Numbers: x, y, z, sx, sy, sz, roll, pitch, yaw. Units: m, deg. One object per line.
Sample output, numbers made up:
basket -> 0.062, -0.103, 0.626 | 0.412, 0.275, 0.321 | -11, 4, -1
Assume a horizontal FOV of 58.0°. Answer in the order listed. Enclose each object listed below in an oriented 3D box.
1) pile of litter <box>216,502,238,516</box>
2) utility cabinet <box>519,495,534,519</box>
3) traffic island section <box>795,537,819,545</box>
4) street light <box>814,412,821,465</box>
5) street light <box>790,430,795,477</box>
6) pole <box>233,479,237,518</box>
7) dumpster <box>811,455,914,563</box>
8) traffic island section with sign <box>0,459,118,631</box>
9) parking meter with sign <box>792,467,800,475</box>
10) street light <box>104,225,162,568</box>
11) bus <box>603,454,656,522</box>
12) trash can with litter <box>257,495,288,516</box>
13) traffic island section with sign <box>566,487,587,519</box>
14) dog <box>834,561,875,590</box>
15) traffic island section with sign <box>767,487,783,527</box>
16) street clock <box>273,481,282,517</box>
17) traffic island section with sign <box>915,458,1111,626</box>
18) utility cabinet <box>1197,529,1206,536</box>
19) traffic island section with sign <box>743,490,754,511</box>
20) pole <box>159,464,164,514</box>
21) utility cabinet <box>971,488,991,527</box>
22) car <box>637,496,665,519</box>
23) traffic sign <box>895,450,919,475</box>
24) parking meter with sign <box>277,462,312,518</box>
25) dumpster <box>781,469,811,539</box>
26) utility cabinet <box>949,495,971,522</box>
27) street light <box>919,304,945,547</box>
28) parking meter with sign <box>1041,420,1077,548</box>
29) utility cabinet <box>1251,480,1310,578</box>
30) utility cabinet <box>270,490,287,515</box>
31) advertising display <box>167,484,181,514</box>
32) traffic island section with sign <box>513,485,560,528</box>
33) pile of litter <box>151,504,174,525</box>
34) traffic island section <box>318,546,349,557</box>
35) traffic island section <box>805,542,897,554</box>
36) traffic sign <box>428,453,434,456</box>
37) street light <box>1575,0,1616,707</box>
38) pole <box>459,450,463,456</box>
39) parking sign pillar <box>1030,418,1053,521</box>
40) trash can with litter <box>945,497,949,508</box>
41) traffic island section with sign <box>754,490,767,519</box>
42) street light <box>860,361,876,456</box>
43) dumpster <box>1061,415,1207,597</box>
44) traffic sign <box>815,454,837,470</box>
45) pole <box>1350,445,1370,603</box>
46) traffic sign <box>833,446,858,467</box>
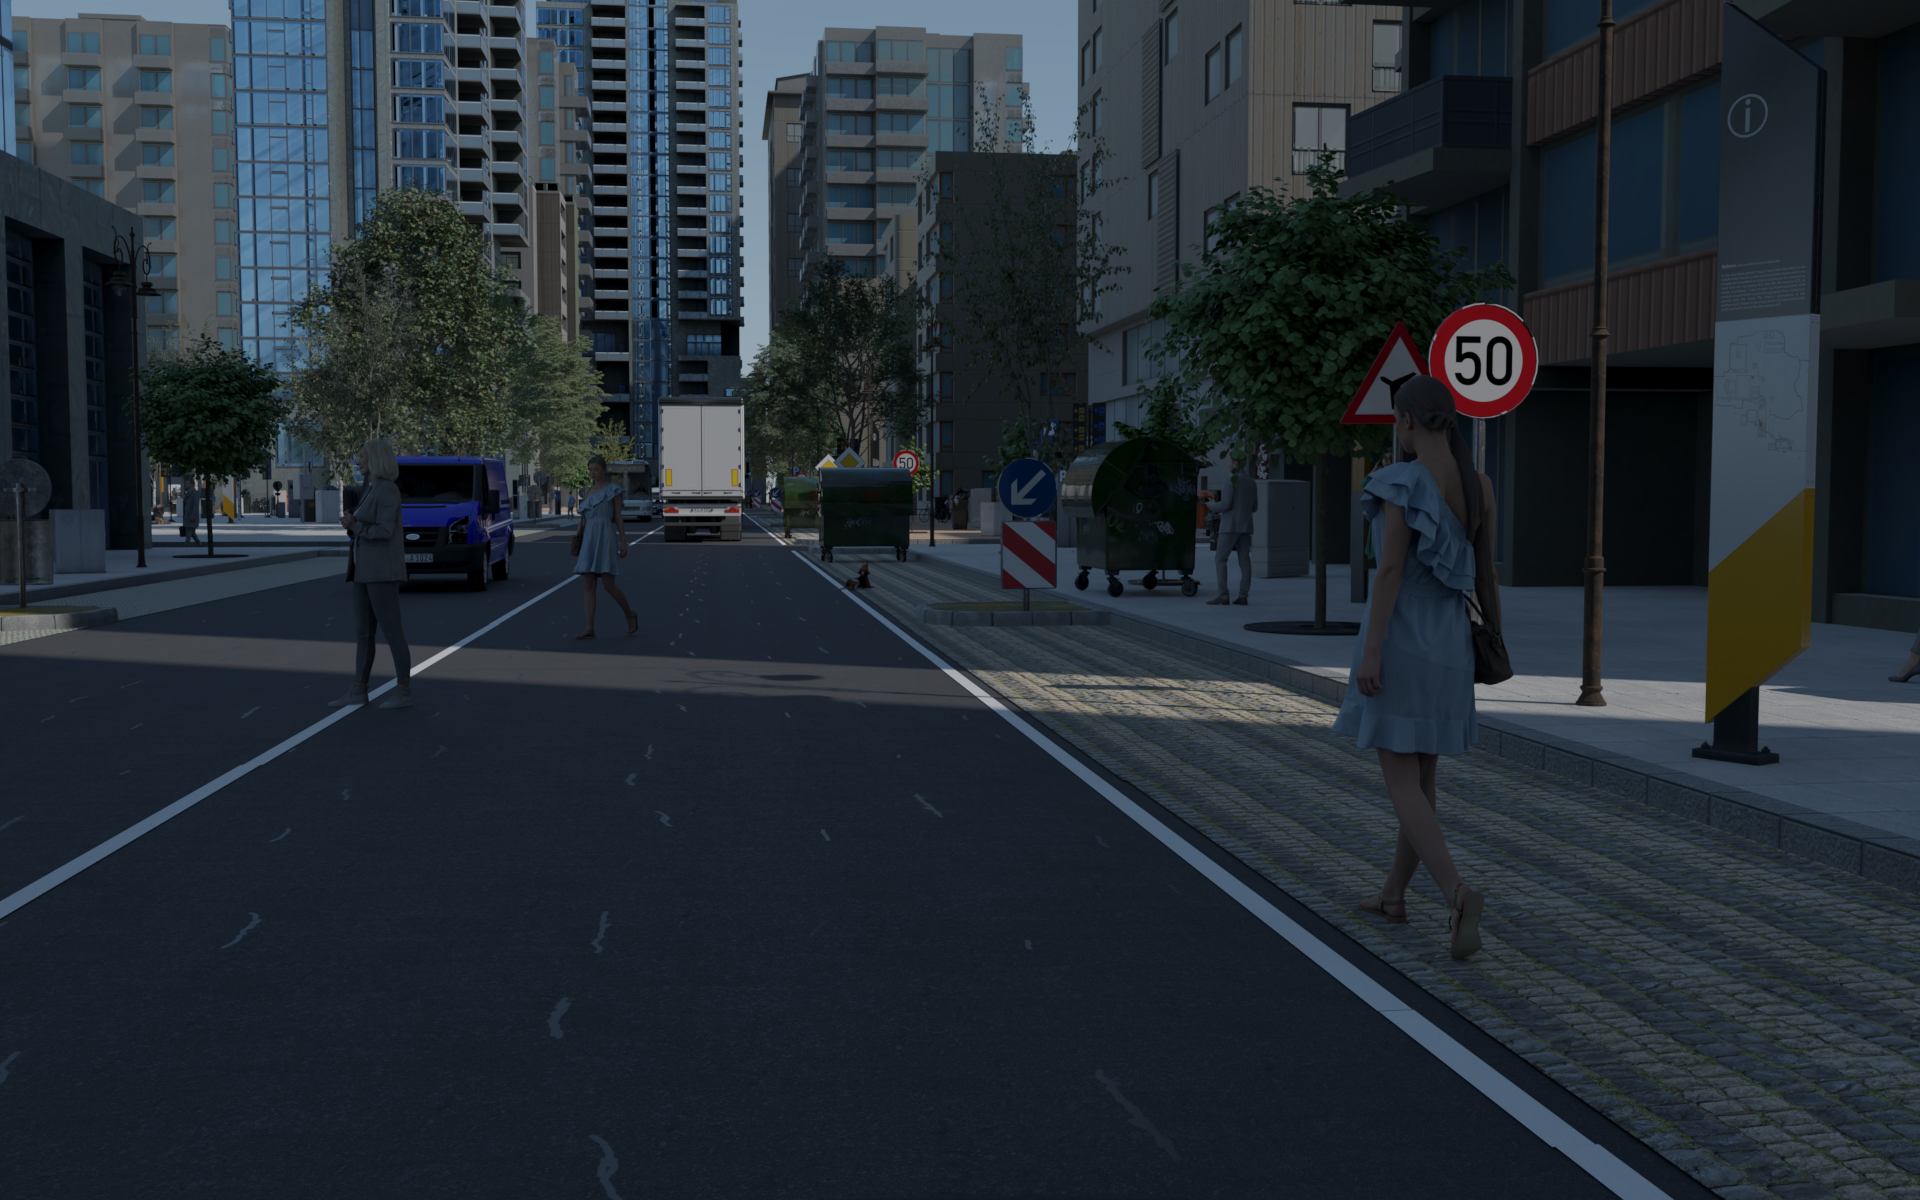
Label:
pile of litter -> -42.263, -5.278, 100.260 | 1.176, 0.858, 1.719 | -2, 4, -24
utility cabinet -> -22.369, -4.778, 89.283 | 0.306, 1.237, 1.020 | -3, 5, -43
traffic island section -> -3.761, -1.714, 50.299 | 2.009, 0.180, 2.903 | 0, 4, -8
street light -> -7.546, -7.298, 92.116 | 0.468, 5.910, 1.993 | 0, 4, -8
street light -> -11.975, -9.246, 123.961 | 0.468, 5.910, 1.993 | 0, 4, -8
pole -> -38.639, -6.019, 92.250 | 0.158, 3.312, 0.155 | 0, 3, 0
dumpster -> -2.024, -1.925, 36.427 | 1.985, 2.255, 1.502 | -1, 4, -10
traffic island section with sign -> -10.396, -0.625, 18.850 | 1.989, 1.847, 2.006 | 0, 4, -8
parking meter with sign -> -10.054, -6.889, 108.900 | 0.543, 3.016, 1.738 | -1, 4, -23
street light -> -14.308, -3.506, 30.104 | 0.468, 5.910, 1.993 | 0, 4, -8
bus -> -17.735, -5.974, 92.532 | 2.948, 3.499, 13.247 | -1, 4, -10
trash can with litter -> -40.222, -5.533, 101.516 | 1.678, 1.210, 2.233 | -3, 5, -41
traffic island section with sign -> -21.853, -5.643, 100.890 | 1.989, 1.847, 2.006 | 0, 4, -8
dog -> -1.599, -0.361, 26.103 | 0.748, 0.427, 0.550 | -1, 4, -16
traffic island section with sign -> -7.220, -4.065, 75.097 | 1.989, 1.847, 2.006 | 0, 4, -8
street clock -> -38.109, -5.638, 96.758 | 0.358, 2.002, 0.471 | 2, 4, 31
traffic island section with sign -> 0.527, -0.671, 19.604 | 1.989, 1.847, 2.006 | 0, 4, -8
utility cabinet -> 7.601, -2.586, 53.446 | 0.306, 1.237, 1.020 | -1, 4, -11
traffic island section with sign -> -17.830, -8.713, 151.080 | 1.989, 1.847, 2.006 | 0, 4, -8
pole -> -50.607, -7.091, 109.784 | 0.158, 3.312, 0.155 | 0, 3, 0
utility cabinet -> 0.786, -3.489, 65.730 | 0.318, 1.500, 1.173 | -2, 4, -26
car -> -18.297, -5.514, 102.735 | 1.945, 1.354, 3.894 | -1, 4, -10
traffic sign -> -1.553, -3.046, 49.903 | 0.768, 2.556, 0.104 | 0, 4, -6
parking meter with sign -> -35.704, -5.914, 92.948 | 1.738, 3.016, 0.543 | -1, 4, -11
dumpster -> -4.756, -3.112, 55.831 | 1.985, 2.255, 1.502 | -1, 4, -10
utility cabinet -> 0.027, -4.229, 80.312 | 1.020, 1.237, 0.306 | 0, 4, 5
street light -> -0.682, -4.244, 42.184 | 0.468, 5.910, 1.993 | 0, 4, -8
parking meter with sign -> 2.724, -2.773, 41.598 | 0.543, 3.016, 1.738 | 3, 5, 44
utility cabinet -> 4.955, -1.100, 26.672 | 0.318, 1.500, 1.173 | 3, 5, 43
utility cabinet -> -42.118, -6.012, 106.967 | 0.318, 1.500, 1.173 | 1, 4, 18
advertising display -> -49.834, -6.401, 109.866 | 0.123, 1.923, 0.974 | 2, 4, 26
traffic island section with sign -> -18.023, -3.967, 73.491 | 1.989, 1.847, 2.006 | 0, 4, -8
pile of litter -> -33.964, -3.613, 73.034 | 1.719, 0.858, 1.176 | 2, 4, 34
traffic island section -> -13.792, -1.136, 40.846 | 2.009, 0.180, 2.903 | 0, 4, -8
traffic island section -> -2.657, -1.230, 42.390 | 2.009, 0.180, 2.903 | 0, 4, -8
traffic sign -> -14.873, -2.844, 48.691 | 0.795, 2.593, 0.064 | 0, 4, -8
street light -> 3.837, -2.297, 10.352 | 0.468, 5.910, 1.993 | 0, 4, -8
pole -> -20.496, -4.733, 71.232 | 0.158, 3.312, 0.155 | 0, 3, 0
parking sign pillar -> 2.763, -4.439, 61.056 | 1.447, 3.967, 1.447 | -2, 4, -27
trash can with litter -> -0.279, -4.536, 85.551 | 0.624, 1.170, 1.055 | 2, 4, 25
traffic island section with sign -> -10.951, -5.698, 101.793 | 1.989, 1.847, 2.006 | 0, 4, -8
street light -> -3.183, -5.350, 60.262 | 0.468, 5.910, 1.993 | 0, 4, -8
dumpster -> 2.225, -1.209, 22.258 | 1.502, 2.255, 1.985 | 0, 4, -8
traffic sign -> -3.784, -2.937, 50.213 | 0.795, 2.593, 0.064 | 0, 4, -8
pole -> 4.720, -1.622, 20.363 | 0.158, 3.312, 0.155 | 0, 3, 0
traffic sign -> -2.680, -2.453, 42.304 | 0.795, 2.593, 0.064 | 0, 4, -8
